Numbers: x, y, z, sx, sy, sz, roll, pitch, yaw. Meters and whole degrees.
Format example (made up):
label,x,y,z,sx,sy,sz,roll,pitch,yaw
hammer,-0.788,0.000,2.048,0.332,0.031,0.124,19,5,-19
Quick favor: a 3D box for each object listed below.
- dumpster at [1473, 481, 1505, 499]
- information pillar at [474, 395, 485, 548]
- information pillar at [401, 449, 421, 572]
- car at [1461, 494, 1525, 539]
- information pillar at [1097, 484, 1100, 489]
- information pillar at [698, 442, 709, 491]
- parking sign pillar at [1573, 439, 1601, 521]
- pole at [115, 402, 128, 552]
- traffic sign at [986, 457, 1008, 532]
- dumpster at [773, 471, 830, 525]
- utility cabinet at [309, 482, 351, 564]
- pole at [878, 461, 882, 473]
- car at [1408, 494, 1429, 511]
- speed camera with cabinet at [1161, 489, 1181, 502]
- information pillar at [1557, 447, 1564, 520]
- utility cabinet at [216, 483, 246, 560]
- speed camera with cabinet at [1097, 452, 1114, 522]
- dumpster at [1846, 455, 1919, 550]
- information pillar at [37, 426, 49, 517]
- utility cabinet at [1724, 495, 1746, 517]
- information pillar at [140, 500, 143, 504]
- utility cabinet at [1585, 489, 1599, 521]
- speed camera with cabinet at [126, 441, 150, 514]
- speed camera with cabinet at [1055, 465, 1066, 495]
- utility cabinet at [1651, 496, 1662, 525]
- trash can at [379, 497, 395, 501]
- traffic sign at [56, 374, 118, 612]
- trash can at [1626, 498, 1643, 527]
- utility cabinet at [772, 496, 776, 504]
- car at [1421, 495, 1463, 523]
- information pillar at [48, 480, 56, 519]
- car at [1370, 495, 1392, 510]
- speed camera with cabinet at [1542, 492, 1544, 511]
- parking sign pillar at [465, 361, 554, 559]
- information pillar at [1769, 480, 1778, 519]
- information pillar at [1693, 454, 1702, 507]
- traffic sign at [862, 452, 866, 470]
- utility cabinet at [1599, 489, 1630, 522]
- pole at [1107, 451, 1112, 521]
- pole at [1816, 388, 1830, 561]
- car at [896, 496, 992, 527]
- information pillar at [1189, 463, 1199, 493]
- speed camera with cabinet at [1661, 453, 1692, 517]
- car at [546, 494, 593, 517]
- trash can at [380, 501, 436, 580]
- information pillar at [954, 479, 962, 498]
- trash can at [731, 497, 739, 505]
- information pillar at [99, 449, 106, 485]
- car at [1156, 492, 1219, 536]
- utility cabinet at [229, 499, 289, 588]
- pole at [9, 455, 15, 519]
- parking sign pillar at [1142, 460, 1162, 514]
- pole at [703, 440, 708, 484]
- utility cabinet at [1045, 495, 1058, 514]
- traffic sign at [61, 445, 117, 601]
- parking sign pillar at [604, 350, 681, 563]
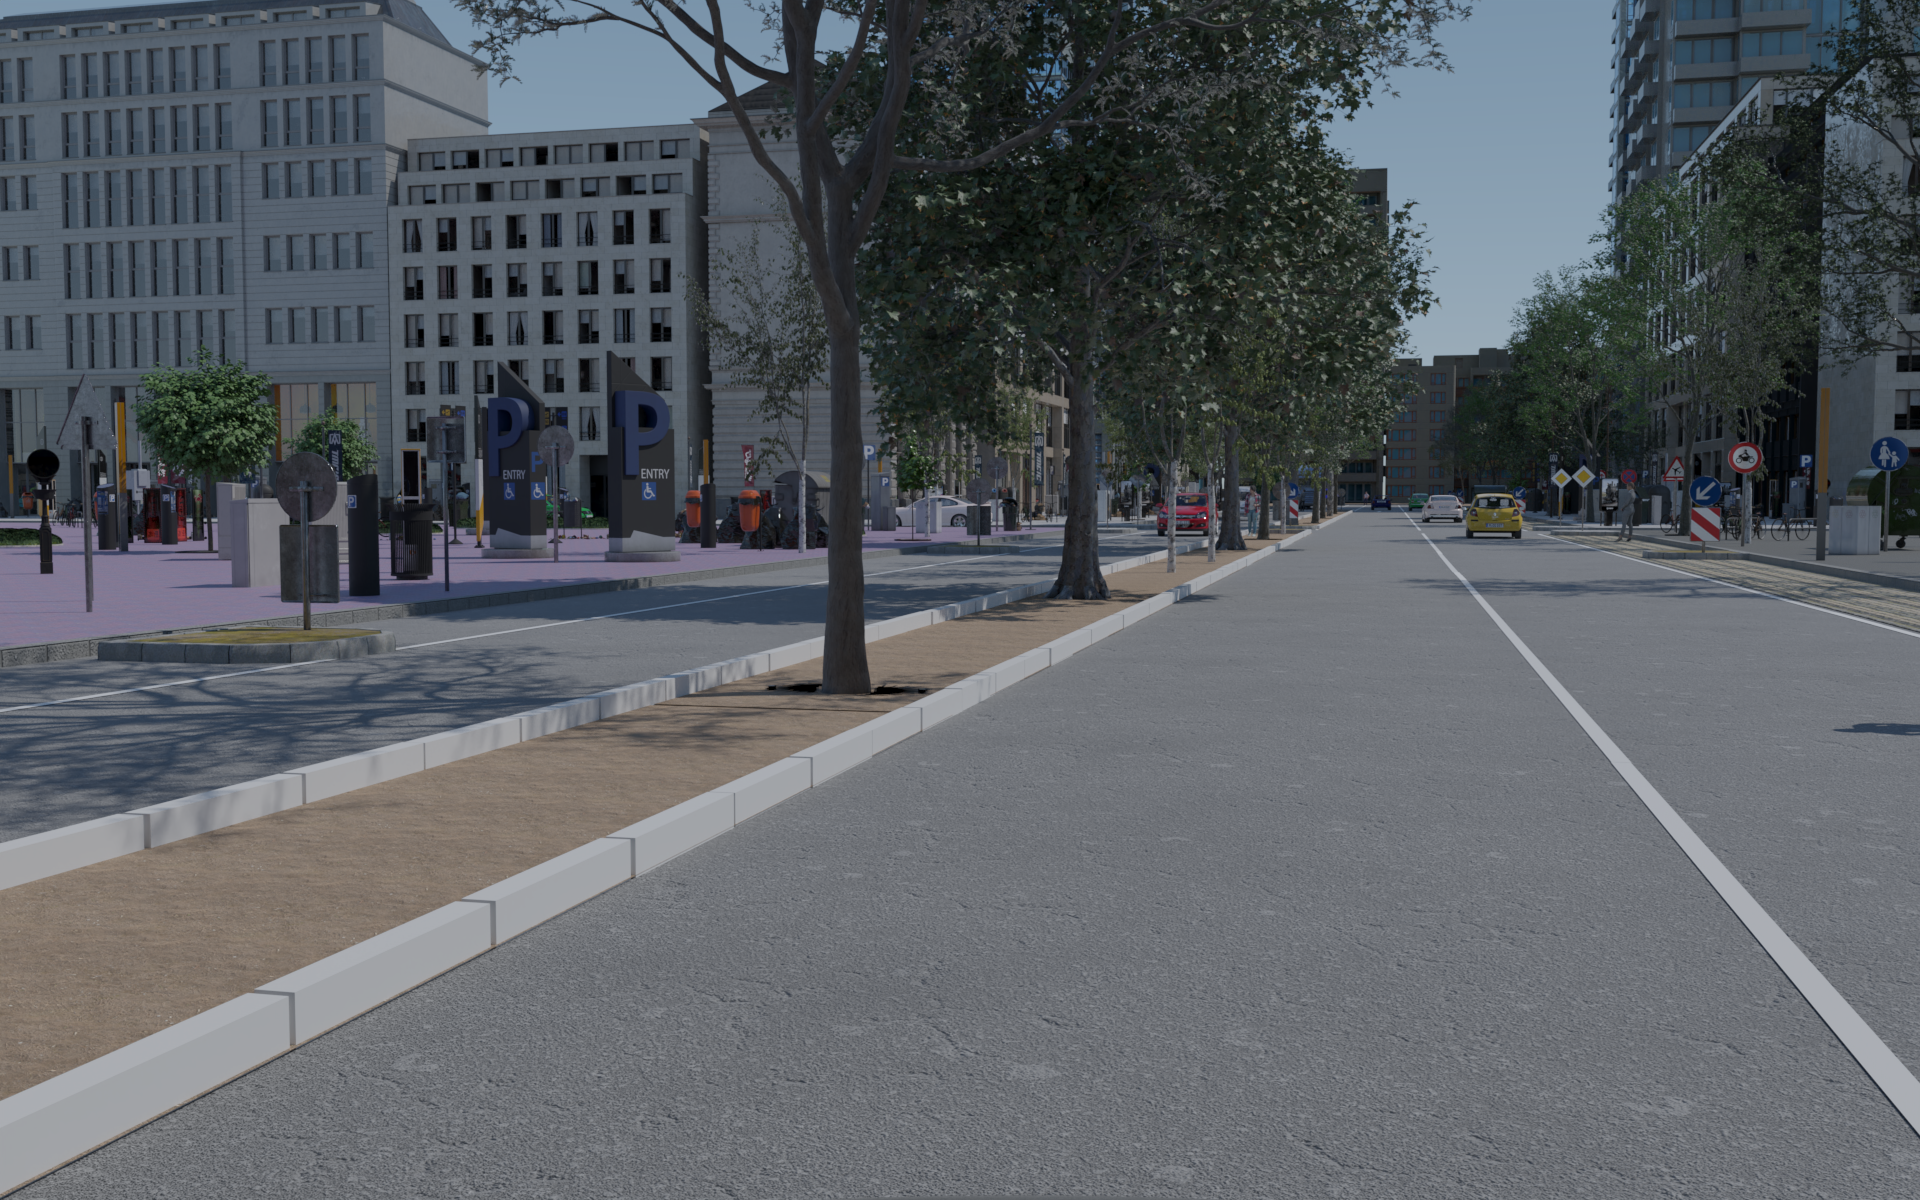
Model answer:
label,x,y,z,sx,sy,sz,roll,pitch,yaw
dumpster,34.312,-6.567,112.320,1.985,2.255,1.502,1,4,13
information pillar,-11.457,-3.051,41.243,0.183,3.616,0.504,0,4,-5
information pillar,-8.941,-1.453,28.249,0.304,2.012,0.304,-1,4,-16
car,17.519,-2.855,56.906,2.015,1.641,3.980,1,4,15
information pillar,10.123,-7.567,128.215,0.304,2.012,0.304,-1,4,-14
information pillar,-11.398,-5.249,77.168,0.504,3.616,0.183,-1,4,-21
parking sign pillar,30.487,-5.834,83.864,1.447,3.967,1.447,0,4,-8
pole,-18.723,-2.742,38.673,0.158,3.312,0.155,0,3,0
traffic sign,1.266,-3.620,59.298,0.768,2.556,0.104,1,4,15
dumpster,-3.868,-2.311,43.544,1.264,1.857,1.865,1,4,14
utility cabinet,-11.328,-1.402,31.594,0.318,1.500,1.173,3,5,43
pole,-3.604,-5.153,78.102,0.158,3.312,0.155,0,3,0
car,38.894,-8.424,146.525,1.959,1.807,4.718,1,4,13
speed camera with cabinet,14.197,-7.655,119.498,2.038,3.252,0.660,2,4,24
information pillar,30.130,-5.837,86.785,0.183,3.616,0.504,2,4,32
utility cabinet,-14.245,-1.544,33.927,0.318,1.500,1.173,-1,4,-11
speed camera with cabinet,6.719,-5.268,80.474,0.660,3.252,2.038,1,4,16
dumpster,21.618,-2.305,40.182,1.502,2.255,1.985,1,4,14
information pillar,-31.458,-4.163,59.418,0.504,3.616,0.183,2,4,32
utility cabinet,38.031,-4.511,84.922,1.020,1.237,0.306,1,4,22
information pillar,-34.041,-4.150,72.343,0.304,2.012,0.304,-3,4,-37
utility cabinet,30.297,-4.504,82.317,0.318,1.500,1.173,-2,4,-31
speed camera with cabinet,-30.218,-4.317,64.926,0.660,3.252,2.038,2,4,29
speed camera with cabinet,6.842,-7.528,117.415,0.660,3.252,2.038,0,4,-4
utility cabinet,28.995,-3.726,72.085,0.306,1.237,1.020,1,4,17
trash can,-26.567,-4.200,80.330,0.748,1.137,0.748,0,3,0
traffic sign,-9.452,-1.145,18.727,0.884,2.594,0.081,1,4,22
trash can,26.709,-3.488,68.681,0.748,1.137,0.748,0,3,0
utility cabinet,-6.764,-3.271,64.642,0.306,1.237,1.020,-3,5,-42
car,24.449,-4.615,87.824,2.083,1.381,4.827,1,4,13
information pillar,-46.795,-5.182,89.221,0.304,2.012,0.304,0,4,-1
car,37.460,-8.654,154.070,1.945,1.354,3.894,1,4,13
speed camera with cabinet,45.905,-8.558,134.264,2.038,3.252,0.660,1,4,23
parking sign pillar,-8.905,-2.833,34.797,1.447,3.967,1.447,3,4,37
information pillar,41.784,-5.167,88.971,0.304,2.012,0.304,3,5,41
information pillar,42.725,-6.670,100.406,0.504,3.616,0.183,-1,4,-14
traffic sign,-2.856,-2.793,45.773,0.768,2.556,0.104,1,4,21
utility cabinet,29.984,-4.314,79.218,1.173,1.500,0.318,1,4,9
pole,7.158,-5.450,82.945,0.158,3.312,0.155,0,3,0
pole,16.625,-2.417,33.365,0.158,3.312,0.155,0,3,0
car,-1.080,-3.539,70.223,4.827,1.381,2.083,1,4,14
information pillar,17.688,-8.481,130.020,0.504,3.616,0.183,0,4,1
speed camera with cabinet,34.446,-5.438,83.251,0.660,3.252,2.038,0,4,-5
car,-18.112,-4.019,74.503,4.718,1.807,1.959,1,4,13
trash can,-8.221,-0.875,25.955,0.748,1.137,0.748,0,3,0
information pillar,-0.098,-4.903,84.649,0.304,2.012,0.304,1,4,22
trash can,-18.438,-8.129,144.567,0.748,1.137,0.748,0,3,0
information pillar,-43.492,-5.901,87.841,0.183,3.616,0.504,1,4,10
car,7.919,-3.120,60.046,2.155,1.783,4.494,1,4,14
utility cabinet,-9.787,-0.800,24.235,0.306,1.237,1.020,1,4,11
pole,-49.732,-5.931,90.807,0.158,3.312,0.155,0,3,0
parking sign pillar,12.110,-7.425,109.869,1.447,3.967,1.447,0,4,-6
pole,-9.553,-4.360,65.126,0.158,3.312,0.155,0,3,0
utility cabinet,5.998,-6.210,112.701,1.020,1.237,0.306,3,5,41
traffic sign,-10.431,-1.267,20.711,0.884,2.594,0.081,1,4,22
parking sign pillar,-6.072,-2.725,33.023,1.447,3.967,1.447,3,5,40
